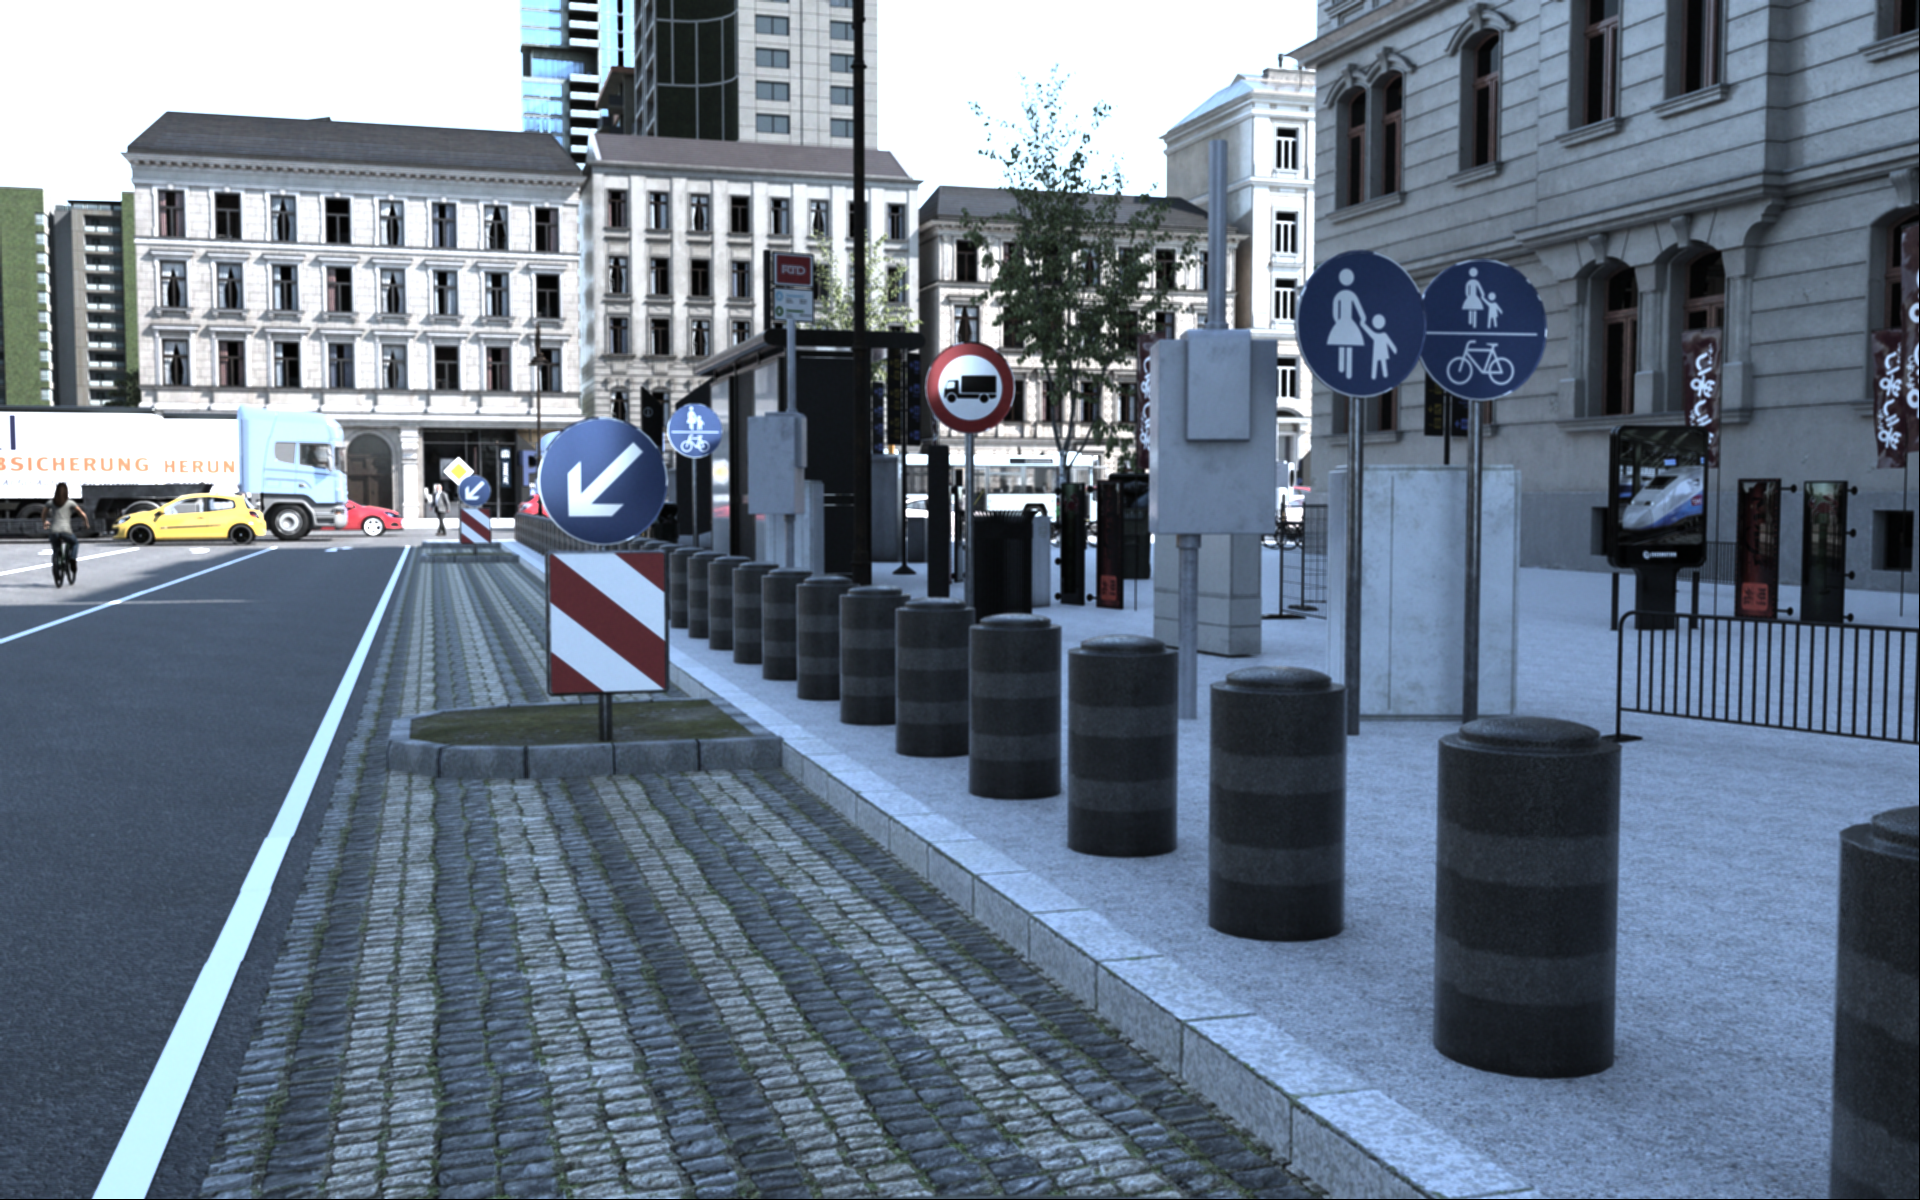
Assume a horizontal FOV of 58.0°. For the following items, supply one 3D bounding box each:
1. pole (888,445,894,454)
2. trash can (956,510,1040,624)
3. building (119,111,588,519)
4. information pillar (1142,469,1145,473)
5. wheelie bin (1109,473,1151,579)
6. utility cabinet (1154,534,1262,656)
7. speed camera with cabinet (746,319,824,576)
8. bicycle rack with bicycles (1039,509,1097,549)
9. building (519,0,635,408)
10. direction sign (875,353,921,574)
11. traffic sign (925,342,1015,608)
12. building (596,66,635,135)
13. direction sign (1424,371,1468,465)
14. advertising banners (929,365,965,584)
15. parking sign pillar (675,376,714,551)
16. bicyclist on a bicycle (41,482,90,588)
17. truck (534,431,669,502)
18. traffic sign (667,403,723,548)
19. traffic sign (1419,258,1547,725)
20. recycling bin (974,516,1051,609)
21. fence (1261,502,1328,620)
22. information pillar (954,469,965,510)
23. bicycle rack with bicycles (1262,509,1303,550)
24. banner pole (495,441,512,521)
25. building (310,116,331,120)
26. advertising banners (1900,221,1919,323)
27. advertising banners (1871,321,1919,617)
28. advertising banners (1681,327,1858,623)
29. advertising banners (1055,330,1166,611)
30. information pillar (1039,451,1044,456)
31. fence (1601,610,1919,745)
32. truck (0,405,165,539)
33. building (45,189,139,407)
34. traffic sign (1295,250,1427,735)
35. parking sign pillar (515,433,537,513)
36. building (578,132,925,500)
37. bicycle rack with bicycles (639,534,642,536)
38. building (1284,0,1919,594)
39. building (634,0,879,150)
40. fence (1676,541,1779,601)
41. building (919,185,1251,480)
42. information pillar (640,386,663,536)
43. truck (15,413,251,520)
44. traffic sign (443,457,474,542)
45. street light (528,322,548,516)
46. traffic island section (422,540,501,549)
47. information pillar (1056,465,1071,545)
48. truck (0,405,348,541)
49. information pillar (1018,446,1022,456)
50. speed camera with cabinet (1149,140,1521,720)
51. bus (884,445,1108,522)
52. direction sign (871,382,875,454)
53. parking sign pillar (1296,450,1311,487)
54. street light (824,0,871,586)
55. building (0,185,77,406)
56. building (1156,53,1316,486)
[{"bbox_3d":[-2.011,-3.481,50.757,0.158,3.312,0.155,0,3,0],"label":"pole"},{"bbox_3d":[0.339,-0.228,15.381,0.748,1.137,0.748,0,3,0],"label":"trash can"},{"bbox_3d":[-40.077,-14.552,88.829,40.483,20.767,10.553,-1,4,-17],"label":"building"},{"bbox_3d":[9.949,-6.348,95.150,0.504,3.616,0.183,0,4,1],"label":"information pillar"},{"bbox_3d":[2.611,-1.123,26.268,0.980,1.594,0.693,0,4,2],"label":"wheelie bin"},{"bbox_3d":[2.011,-0.330,14.081,0.318,1.500,1.173,-2,4,-24],"label":"utility cabinet"},{"bbox_3d":[-2.040,-1.593,20.387,0.660,3.252,2.038,0,4,4],"label":"speed camera with cabinet"},{"bbox_3d":[2.642,-1.722,41.534,2.925,0.926,2.852,3,4,36],"label":"bicycle rack with bicycles"},{"bbox_3d":[-52.910,-57.720,256.388,31.000,86.520,22.319,-1,4,-17],"label":"building"},{"bbox_3d":[-0.894,-2.184,27.707,0.379,3.537,0.876,2,4,34],"label":"direction sign"},{"bbox_3d":[0.080,-0.886,14.587,0.768,2.556,0.104,-1,4,-11],"label":"traffic sign"},{"bbox_3d":[-25.696,-32.082,179.165,22.147,44.769,28.867,-1,4,-17],"label":"building"},{"bbox_3d":[6.568,-1.919,23.366,0.876,3.537,0.379,-2,4,-34],"label":"direction sign"},{"bbox_3d":[-0.181,-1.735,24.551,0.090,3.025,2.074,1,4,13],"label":"advertising banners"},{"bbox_3d":[-5.043,-2.841,34.927,1.447,3.967,1.447,0,4,7],"label":"parking sign pillar"},{"bbox_3d":[-13.886,-1.028,26.829,1.499,1.676,1.625,-1,4,-17],"label":"bicyclist on a bicycle"},{"bbox_3d":[-8.658,-5.010,71.676,18.799,4.110,2.967,-1,4,-15],"label":"truck"},{"bbox_3d":[-3.724,-1.485,24.389,0.768,2.556,0.104,-1,4,-11],"label":"traffic sign"},{"bbox_3d":[2.816,-0.574,9.484,0.768,2.556,0.104,-1,4,-9],"label":"traffic sign"},{"bbox_3d":[0.550,-0.439,19.734,0.722,1.027,0.722,3,4,39],"label":"recycling bin"},{"bbox_3d":[3.501,-0.342,16.799,0.480,1.192,2.264,-1,4,-11],"label":"fence"},{"bbox_3d":[0.035,-2.777,49.892,0.304,2.012,0.304,2,4,26],"label":"information pillar"},{"bbox_3d":[7.860,-1.666,40.623,2.925,0.926,2.852,1,4,10],"label":"bicycle rack with bicycles"},{"bbox_3d":[-21.641,-5.621,81.914,0.863,3.779,0.401,-1,4,-19],"label":"banner pole"},{"bbox_3d":[-81.742,-40.518,251.707,27.495,52.752,28.713,-1,4,-17],"label":"building"},{"bbox_3d":[6.138,-0.867,10.365,0.090,3.025,2.074,0,4,1],"label":"advertising banners"},{"bbox_3d":[9.994,-1.305,17.528,0.090,3.025,2.074,-1,4,-16],"label":"advertising banners"},{"bbox_3d":[8.197,-1.316,17.700,0.090,3.025,2.074,-2,4,-27],"label":"advertising banners"},{"bbox_3d":[1.670,-1.420,19.404,0.090,3.025,2.074,-2,4,-30],"label":"advertising banners"},{"bbox_3d":[4.341,-6.247,93.497,0.504,3.616,0.183,3,5,40],"label":"information pillar"},{"bbox_3d":[3.985,0.440,8.183,0.278,0.683,2.069,-2,4,-35],"label":"fence"},{"bbox_3d":[-31.693,-4.066,55.392,11.283,4.237,2.839,-1,4,-18],"label":"truck"},{"bbox_3d":[-113.735,-33.705,234.678,14.086,41.232,14.154,-1,4,-17],"label":"building"},{"bbox_3d":[2.091,-0.554,9.165,0.768,2.556,0.104,-1,4,-16],"label":"traffic sign"},{"bbox_3d":[-19.170,-5.430,77.251,1.447,3.967,1.447,3,4,38],"label":"parking sign pillar"},{"bbox_3d":[-12.034,-15.193,97.555,18.267,20.994,9.793,-1,4,-17],"label":"building"},{"bbox_3d":[-7.631,-1.969,45.572,2.852,0.926,2.925,2,4,26],"label":"bicycle rack with bicycles"},{"bbox_3d":[16.694,-14.729,28.211,14.401,28.519,23.554,-1,4,-17],"label":"building"},{"bbox_3d":[-19.706,-43.799,154.367,20.563,71.187,20.611,-1,4,-17],"label":"building"},{"bbox_3d":[9.500,-0.392,21.788,0.278,0.683,2.069,-1,4,-12],"label":"fence"},{"bbox_3d":[6.058,-14.558,102.647,19.286,19.102,10.561,-1,4,-17],"label":"building"},{"bbox_3d":[-6.709,-2.833,37.678,0.504,3.616,0.183,-2,4,-33],"label":"information pillar"},{"bbox_3d":[-30.260,-4.349,60.027,11.283,4.237,2.839,-1,4,-18],"label":"truck"},{"bbox_3d":[-13.465,-2.626,46.578,0.795,2.450,0.064,-1,4,-17],"label":"traffic sign"},{"bbox_3d":[-11.374,-4.527,46.800,0.468,5.910,1.993,-1,4,-17],"label":"street light"},{"bbox_3d":[-13.445,-1.491,46.662,2.009,0.180,2.903,-1,4,-17],"label":"traffic island section"},{"bbox_3d":[2.627,-2.418,44.031,0.304,2.012,0.304,-1,4,-18],"label":"information pillar"},{"bbox_3d":[-27.383,-3.763,51.279,18.799,4.110,2.967,-1,4,-17],"label":"truck"},{"bbox_3d":[2.931,-5.725,84.964,0.183,3.616,0.504,1,4,14],"label":"information pillar"},{"bbox_3d":[2.135,-0.957,9.976,2.038,3.252,0.660,0,4,1],"label":"speed camera with cabinet"},{"bbox_3d":[-0.080,-4.559,69.404,13.247,3.499,2.948,-1,4,-18],"label":"bus"},{"bbox_3d":[-1.812,-2.622,34.871,0.379,3.537,0.876,2,4,35],"label":"direction sign"},{"bbox_3d":[18.628,-6.391,92.959,1.447,3.967,1.447,-3,5,-41],"label":"parking sign pillar"},{"bbox_3d":[-0.661,-2.359,11.364,0.468,5.910,1.993,-1,4,-17],"label":"street light"},{"bbox_3d":[-127.668,-33.474,230.891,14.086,41.232,14.154,-1,4,-17],"label":"building"},{"bbox_3d":[24.388,-19.809,109.775,20.117,28.700,13.634,-1,4,-17],"label":"building"}]
